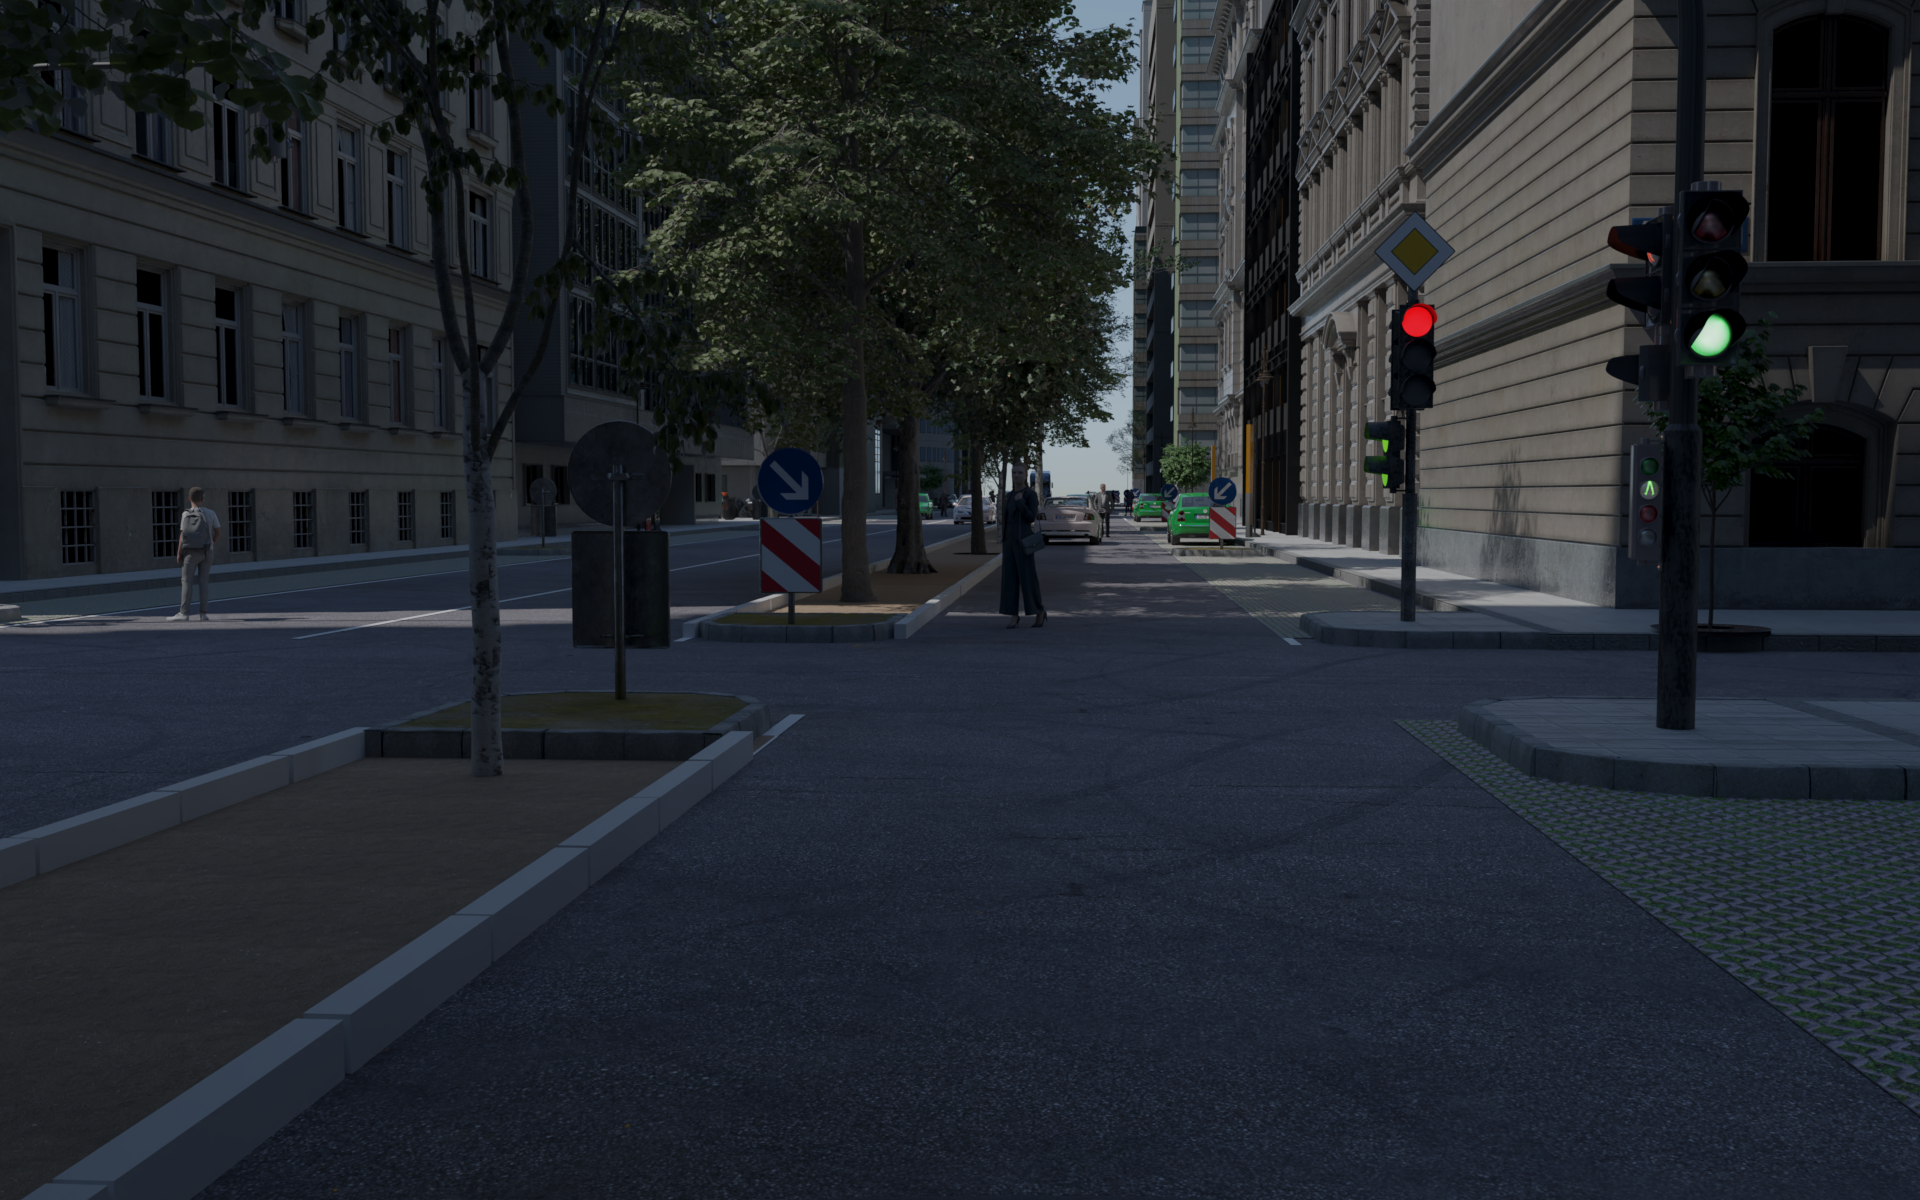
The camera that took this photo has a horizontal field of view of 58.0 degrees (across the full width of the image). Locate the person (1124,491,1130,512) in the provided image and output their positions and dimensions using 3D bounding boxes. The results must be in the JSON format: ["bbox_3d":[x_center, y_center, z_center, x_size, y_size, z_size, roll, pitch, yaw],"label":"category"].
[{"bbox_3d":[13.590,-7.962,139.508,0.721,1.723,1.217,-2,4,-35],"label":"person"}]

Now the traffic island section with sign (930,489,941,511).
[{"bbox_3d":[-2.138,-8.315,144.582,1.989,1.847,2.006,0,4,4],"label":"traffic island section with sign"}]

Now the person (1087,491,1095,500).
[{"bbox_3d":[11.080,-8.540,148.843,1.217,1.735,0.721,-2,4,-28],"label":"person"}]

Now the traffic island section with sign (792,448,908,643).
[{"bbox_3d":[-1.609,-0.580,17.614,2.006,1.907,1.989,0,4,4],"label":"traffic island section with sign"}]

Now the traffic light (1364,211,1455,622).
[{"bbox_3d":[4.506,-1.741,17.379,0.839,4.253,0.868,0,4,4],"label":"traffic light"}]

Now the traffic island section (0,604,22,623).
[{"bbox_3d":[-11.650,0.218,18.715,2.009,0.180,2.903,0,4,4],"label":"traffic island section"}]

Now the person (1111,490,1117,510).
[{"bbox_3d":[13.505,-8.793,152.276,0.705,1.822,1.348,-1,4,-16],"label":"person"}]

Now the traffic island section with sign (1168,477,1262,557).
[{"bbox_3d":[5.946,-1.940,40.350,1.989,1.847,2.006,0,4,4],"label":"traffic island section with sign"}]

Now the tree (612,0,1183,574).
[{"bbox_3d":[-0.913,-6.806,30.745,9.611,12.733,9.660,0,3,0],"label":"tree"}]

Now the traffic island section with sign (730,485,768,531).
[{"bbox_3d":[-7.904,-3.643,68.188,1.989,1.847,2.006,0,4,4],"label":"traffic island section with sign"}]

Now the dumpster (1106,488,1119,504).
[{"bbox_3d":[21.867,-14.881,248.252,1.985,2.255,1.502,0,4,5],"label":"dumpster"}]

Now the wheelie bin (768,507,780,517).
[{"bbox_3d":[-9.967,-5.102,91.324,0.693,1.594,0.980,2,4,34],"label":"wheelie bin"}]

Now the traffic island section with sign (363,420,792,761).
[{"bbox_3d":[-2.177,-0.128,10.228,2.006,1.907,1.989,0,4,4],"label":"traffic island section with sign"}]

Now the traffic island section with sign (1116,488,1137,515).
[{"bbox_3d":[11.706,-6.593,116.423,1.989,1.847,2.006,0,4,4],"label":"traffic island section with sign"}]

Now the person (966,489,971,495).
[{"bbox_3d":[0.769,-8.119,141.332,1.350,1.814,0.705,-2,4,-34],"label":"person"}]

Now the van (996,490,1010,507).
[{"bbox_3d":[4.847,-11.233,190.676,2.013,2.044,4.112,0,4,3],"label":"van"}]

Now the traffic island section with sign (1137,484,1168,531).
[{"bbox_3d":[7.984,-3.584,67.229,1.989,1.847,2.006,0,4,4],"label":"traffic island section with sign"}]

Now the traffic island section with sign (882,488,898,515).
[{"bbox_3d":[-4.179,-6.662,117.558,1.989,1.847,2.006,0,4,4],"label":"traffic island section with sign"}]

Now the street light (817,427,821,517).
[{"bbox_3d":[-7.824,-7.494,95.311,0.468,5.910,1.993,0,4,4],"label":"street light"}]

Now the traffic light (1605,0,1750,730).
[{"bbox_3d":[1.811,-2.126,9.433,4.771,5.953,1.251,0,4,4],"label":"traffic light"}]

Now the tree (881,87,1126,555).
[{"bbox_3d":[0.332,-6.872,40.563,9.928,11.665,9.643,0,3,0],"label":"tree"}]

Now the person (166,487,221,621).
[{"bbox_3d":[-8.671,-0.521,19.617,0.523,1.515,0.503,1,4,14],"label":"person"}]

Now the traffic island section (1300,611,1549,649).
[{"bbox_3d":[4.545,0.293,17.490,2.009,0.180,2.903,0,4,4],"label":"traffic island section"}]

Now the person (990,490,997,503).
[{"bbox_3d":[2.725,-7.863,137.776,0.721,1.736,1.217,-2,4,-29],"label":"person"}]

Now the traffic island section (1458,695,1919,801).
[{"bbox_3d":[3.943,0.780,9.528,2.009,0.180,2.903,0,4,4],"label":"traffic island section"}]

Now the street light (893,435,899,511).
[{"bbox_3d":[-4.923,-9.847,133.778,0.468,5.910,1.993,0,4,4],"label":"street light"}]

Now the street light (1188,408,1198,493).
[{"bbox_3d":[12.277,-7.258,91.461,0.468,5.910,1.993,0,4,4],"label":"street light"}]

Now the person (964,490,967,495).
[{"bbox_3d":[0.620,-8.406,146.653,0.721,1.743,1.217,1,4,18],"label":"person"}]

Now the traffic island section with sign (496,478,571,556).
[{"bbox_3d":[-9.980,-1.975,40.927,1.989,1.847,2.006,0,4,4],"label":"traffic island section with sign"}]

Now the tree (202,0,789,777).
[{"bbox_3d":[-2.401,-3.393,8.292,4.360,8.622,3.978,0,3,0],"label":"tree"}]

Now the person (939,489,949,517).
[{"bbox_3d":[-0.978,-6.151,109.625,0.434,1.755,0.990,-3,4,-37],"label":"person"}]

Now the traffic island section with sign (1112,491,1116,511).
[{"bbox_3d":[13.760,-8.261,143.696,1.989,1.847,2.006,0,4,4],"label":"traffic island section with sign"}]

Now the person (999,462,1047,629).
[{"bbox_3d":[0.652,-0.589,18.557,0.576,1.772,0.534,2,4,29],"label":"person"}]

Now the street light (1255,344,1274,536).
[{"bbox_3d":[9.369,-4.934,53.452,0.468,5.910,1.993,0,4,4],"label":"street light"}]

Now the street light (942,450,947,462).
[{"bbox_3d":[-1.554,-12.565,178.220,0.468,5.910,1.993,0,4,4],"label":"street light"}]

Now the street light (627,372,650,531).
[{"bbox_3d":[-10.697,-5.182,57.506,0.468,5.910,1.993,0,4,4],"label":"street light"}]

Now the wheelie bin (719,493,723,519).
[{"bbox_3d":[-12.594,-4.970,89.175,0.980,1.594,0.693,1,4,10],"label":"wheelie bin"}]

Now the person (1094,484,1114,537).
[{"bbox_3d":[4.723,-2.932,56.837,0.661,1.777,0.834,0,4,-1],"label":"person"}]

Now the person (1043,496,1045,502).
[{"bbox_3d":[4.533,-5.599,100.056,0.705,1.823,1.348,-3,4,-36],"label":"person"}]

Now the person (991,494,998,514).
[{"bbox_3d":[2.794,-7.006,123.763,1.217,1.743,0.721,1,4,11],"label":"person"}]

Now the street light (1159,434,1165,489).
[{"bbox_3d":[15.097,-9.596,129.686,0.468,5.910,1.993,0,4,4],"label":"street light"}]

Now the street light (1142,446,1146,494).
[{"bbox_3d":[17.858,-11.922,167.706,0.468,5.910,1.993,0,4,4],"label":"street light"}]

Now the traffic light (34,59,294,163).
[{"bbox_3d":[-9.518,-2.678,18.455,4.771,5.953,1.251,0,4,4],"label":"traffic light"}]

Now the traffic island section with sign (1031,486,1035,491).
[{"bbox_3d":[4.047,-5.162,92.540,2.006,1.907,1.989,0,4,4],"label":"traffic island section with sign"}]

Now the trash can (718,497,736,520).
[{"bbox_3d":[-11.412,-4.525,85.631,0.748,1.137,0.748,0,3,0],"label":"trash can"}]

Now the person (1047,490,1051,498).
[{"bbox_3d":[6.471,-7.128,125.955,0.530,1.710,0.541,0,4,-4],"label":"person"}]

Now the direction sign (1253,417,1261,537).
[{"bbox_3d":[8.785,-3.640,51.512,0.379,3.537,0.876,1,4,15],"label":"direction sign"}]

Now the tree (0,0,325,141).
[{"bbox_3d":[-2.686,-4.990,2.165,7.486,12.596,7.792,0,3,0],"label":"tree"}]

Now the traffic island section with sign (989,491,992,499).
[{"bbox_3d":[4.155,-13.398,227.682,1.989,1.847,2.006,0,4,4],"label":"traffic island section with sign"}]

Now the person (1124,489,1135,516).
[{"bbox_3d":[11.048,-6.371,113.118,0.683,1.767,0.568,0,4,-2],"label":"person"}]
